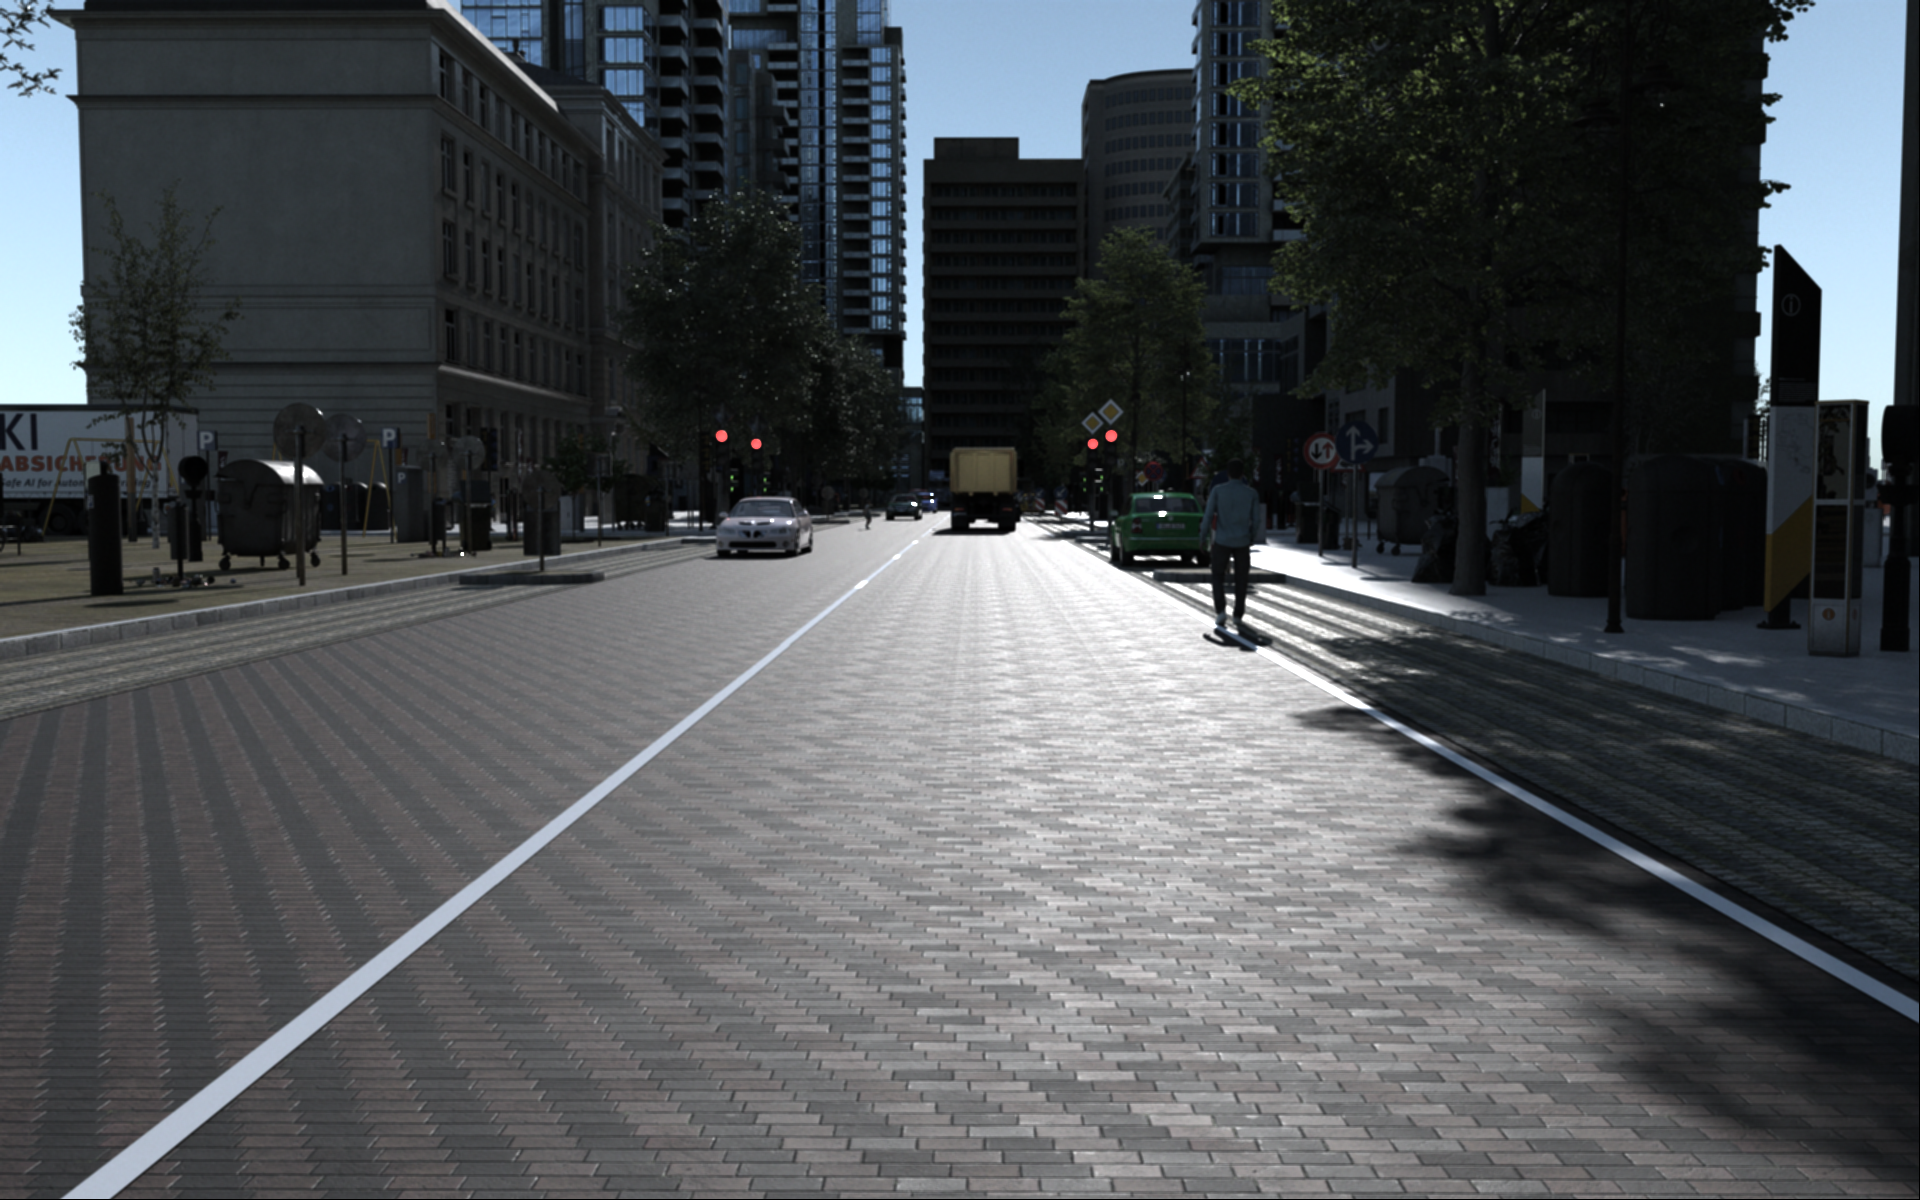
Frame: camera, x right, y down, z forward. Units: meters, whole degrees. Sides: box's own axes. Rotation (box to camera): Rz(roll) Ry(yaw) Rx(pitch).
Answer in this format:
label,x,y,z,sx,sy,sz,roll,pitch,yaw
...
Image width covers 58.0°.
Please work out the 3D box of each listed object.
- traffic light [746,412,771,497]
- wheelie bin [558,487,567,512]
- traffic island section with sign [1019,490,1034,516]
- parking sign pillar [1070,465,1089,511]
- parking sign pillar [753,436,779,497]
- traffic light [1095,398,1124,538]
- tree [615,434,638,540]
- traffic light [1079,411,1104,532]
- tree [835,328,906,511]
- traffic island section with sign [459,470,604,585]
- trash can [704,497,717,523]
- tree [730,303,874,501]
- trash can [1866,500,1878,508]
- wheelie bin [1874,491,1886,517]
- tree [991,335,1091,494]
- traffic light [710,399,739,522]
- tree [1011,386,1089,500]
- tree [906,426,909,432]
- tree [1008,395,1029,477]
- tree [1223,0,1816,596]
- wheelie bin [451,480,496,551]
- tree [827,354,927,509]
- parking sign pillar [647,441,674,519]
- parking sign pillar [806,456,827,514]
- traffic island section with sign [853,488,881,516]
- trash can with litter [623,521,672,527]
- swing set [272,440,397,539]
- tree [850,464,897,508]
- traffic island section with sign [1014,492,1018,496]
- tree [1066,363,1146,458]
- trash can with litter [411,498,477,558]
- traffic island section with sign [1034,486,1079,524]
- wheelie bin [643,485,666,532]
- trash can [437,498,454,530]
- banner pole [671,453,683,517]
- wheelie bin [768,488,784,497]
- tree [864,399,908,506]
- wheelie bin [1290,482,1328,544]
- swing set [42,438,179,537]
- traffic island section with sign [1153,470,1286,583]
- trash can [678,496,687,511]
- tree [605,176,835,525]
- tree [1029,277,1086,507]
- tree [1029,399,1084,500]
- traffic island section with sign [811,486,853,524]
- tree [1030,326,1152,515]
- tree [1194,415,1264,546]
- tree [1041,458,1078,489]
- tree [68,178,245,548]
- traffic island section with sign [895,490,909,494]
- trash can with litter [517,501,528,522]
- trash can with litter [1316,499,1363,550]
label,x,y,z,sx,sy,sz,roll,pitch,yaw
traffic light,-6.880,-4.288,59.031,0.839,4.253,0.868,0,4,1
wheelie bin,-17.270,-4.091,74.791,0.693,1.594,0.980,-3,4,-39
traffic island section with sign,5.010,-6.300,111.637,1.989,1.847,2.006,0,4,1
parking sign pillar,8.978,-8.694,130.621,1.447,3.967,1.447,2,4,24
parking sign pillar,-8.993,-5.482,78.096,1.447,3.967,1.447,0,4,7
traffic light,4.405,-3.794,50.955,0.839,4.253,0.868,0,4,1
tree,-10.232,-3.325,48.965,1.663,3.219,1.824,0,3,0
traffic light,4.480,-4.283,58.940,0.839,4.253,0.868,0,4,1
tree,-9.457,-12.902,117.597,9.857,13.997,8.962,0,3,0
traffic island section with sign,-6.887,-1.196,28.177,1.989,1.847,2.006,0,4,1
trash can,-11.023,-4.014,77.287,0.748,1.137,0.748,0,3,0
tree,-9.812,-11.246,100.876,9.611,12.733,9.660,0,3,0
trash can,48.567,-4.928,92.221,0.748,1.137,0.748,0,3,0
wheelie bin,52.472,-5.561,98.824,0.693,1.594,0.980,1,4,18
tree,9.634,-21.322,204.508,12.611,20.169,13.585,0,3,0
traffic light,-6.956,-3.800,51.046,0.839,4.253,0.868,0,4,1
tree,8.280,-13.177,149.861,7.601,10.594,8.767,1,4,23
tree,-8.870,-13.902,133.960,9.857,13.997,8.962,0,3,0
tree,8.704,-15.631,173.699,7.486,12.596,7.792,0,3,0
tree,6.807,-6.349,21.933,7.486,12.596,7.792,0,3,0
wheelie bin,-11.076,-1.925,39.384,0.980,1.594,0.693,-2,4,-29
tree,-8.449,-14.699,150.694,12.009,13.543,11.850,0,3,0
parking sign pillar,-15.242,-6.072,87.745,1.447,3.967,1.447,2,4,29
parking sign pillar,-9.196,-7.471,110.621,1.447,3.967,1.447,1,4,22
traffic island section with sign,-6.110,-6.253,110.860,1.989,1.847,2.006,0,4,1
trash can with litter,-12.316,-3.475,67.878,2.233,1.210,1.678,-2,4,-26
swing set,-18.010,-3.148,49.093,3.119,2.851,2.862,-3,4,-37
tree,-8.937,-10.896,161.866,4.285,4.588,4.351,0,3,0
traffic island section with sign,5.738,-10.969,187.971,1.989,1.847,2.006,0,4,1
tree,8.035,-8.877,95.499,4.360,8.622,3.978,0,3,0
trash can with litter,-10.488,-1.509,35.727,1.678,1.210,2.233,0,4,6
traffic island section with sign,4.766,-4.625,84.249,1.989,1.847,2.006,0,4,1
wheelie bin,-10.288,-3.101,58.615,0.693,1.594,0.980,1,4,12
trash can,-18.282,-3.047,61.479,0.748,1.137,0.748,0,3,0
banner pole,-15.893,-6.540,96.939,0.863,3.779,0.401,-2,4,-28
wheelie bin,-9.687,-5.075,90.878,0.980,1.594,0.693,-2,4,-27
tree,-9.001,-15.488,178.986,9.928,11.665,9.643,0,3,0
wheelie bin,9.051,-2.273,45.076,0.980,1.594,0.693,0,4,-4
swing set,-24.052,-3.184,49.674,2.862,2.851,3.119,2,4,26
traffic island section with sign,4.236,-1.224,28.642,1.989,1.847,2.006,0,4,1
trash can,-20.601,-7.155,128.645,0.748,1.137,0.748,0,3,0
tree,-9.821,-10.058,71.109,9.857,13.997,8.962,0,3,0
tree,7.658,-9.498,73.412,7.486,12.596,7.792,0,3,0
tree,7.369,-10.785,126.698,4.737,8.622,4.395,0,3,0
traffic island section with sign,-6.356,-4.596,83.765,1.989,1.847,2.006,0,4,1
tree,8.154,-11.041,106.272,9.928,11.665,9.643,0,3,0
tree,6.593,-2.940,42.673,1.663,3.219,1.824,0,3,0
tree,8.195,-9.537,139.640,4.285,4.588,4.351,0,3,0
tree,-19.067,-5.536,40.868,4.360,8.622,3.978,0,3,0
traffic island section with sign,-5.629,-9.355,161.576,1.989,1.847,2.006,0,4,1
trash can with litter,-19.841,-4.158,79.365,0.624,1.170,1.055,2,4,27
trash can with litter,8.738,-1.742,39.862,1.055,1.170,0.624,2,4,28
